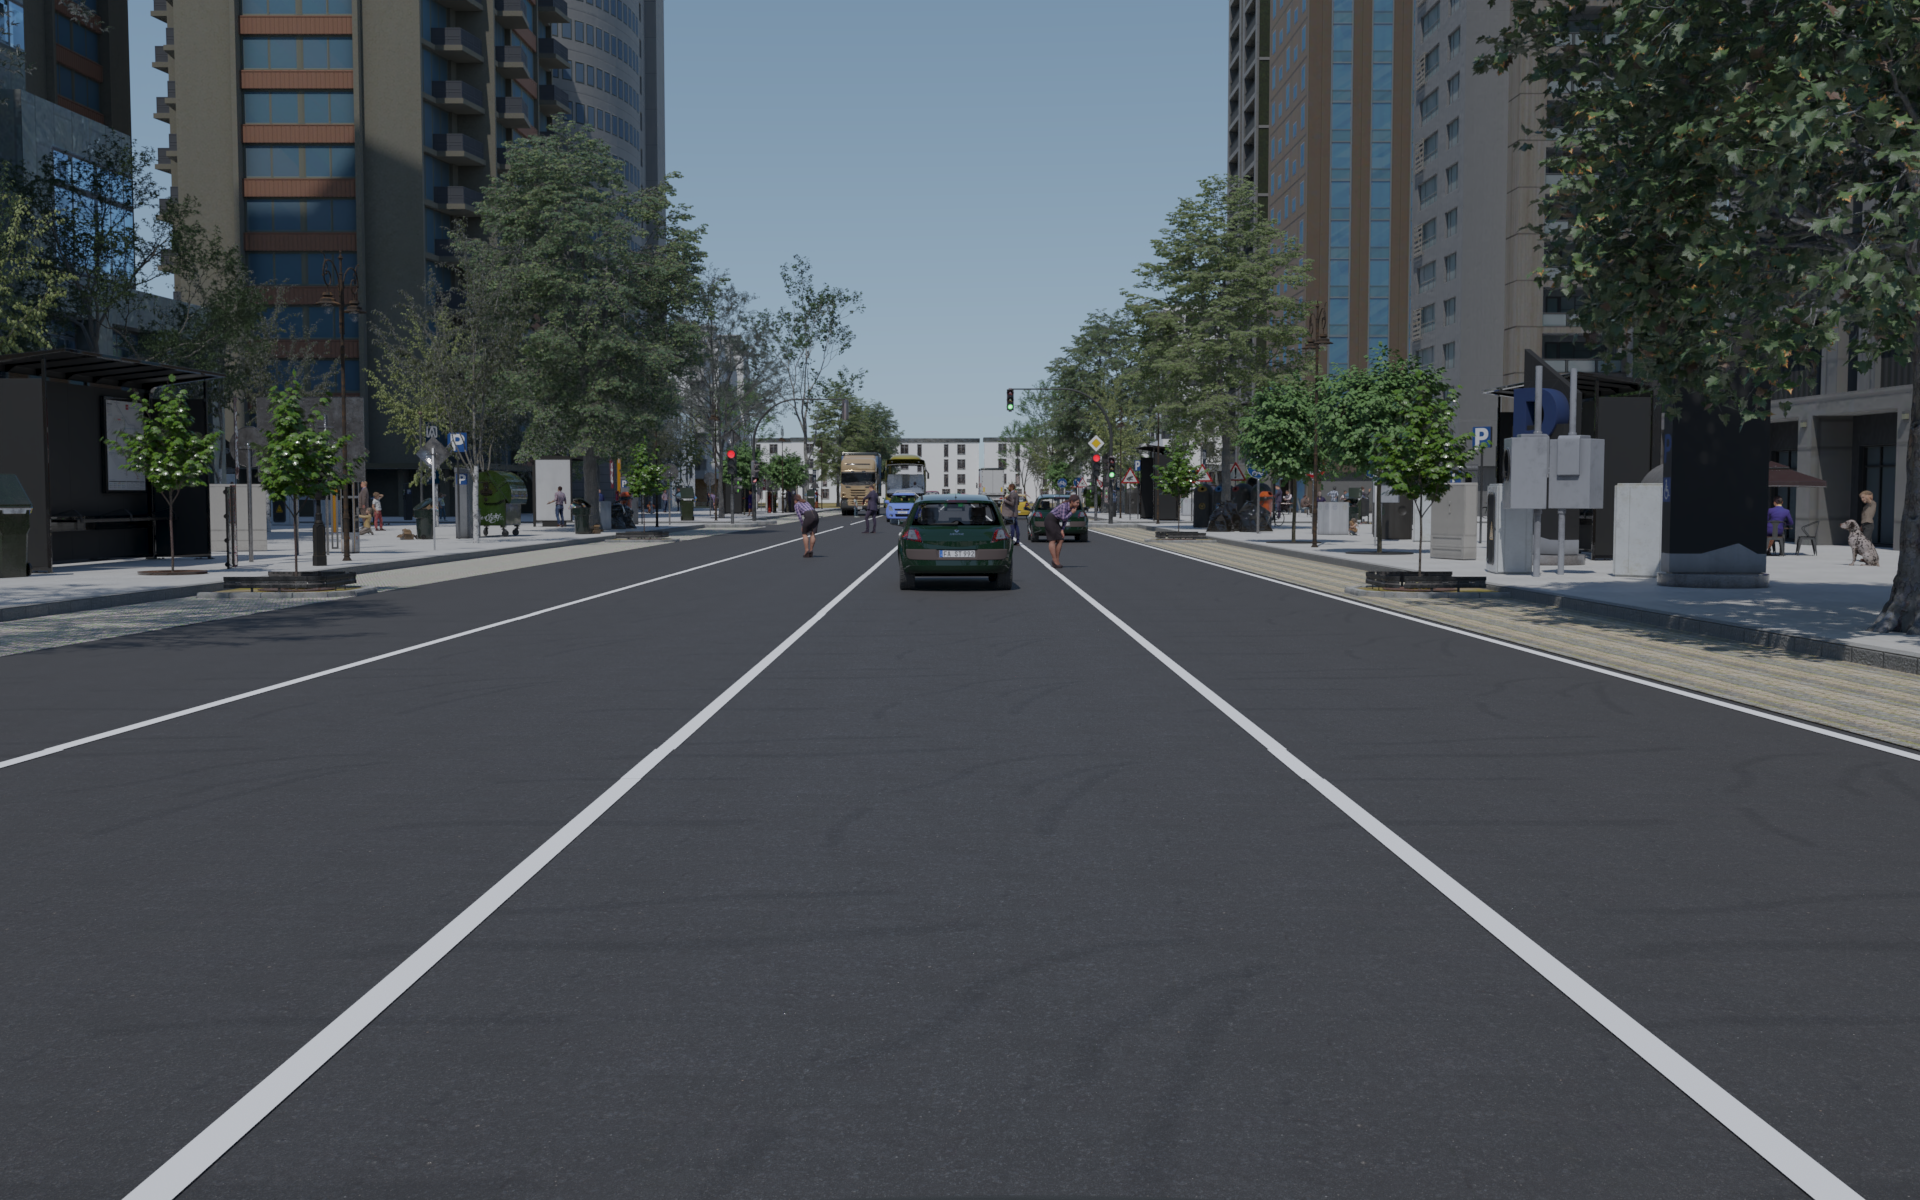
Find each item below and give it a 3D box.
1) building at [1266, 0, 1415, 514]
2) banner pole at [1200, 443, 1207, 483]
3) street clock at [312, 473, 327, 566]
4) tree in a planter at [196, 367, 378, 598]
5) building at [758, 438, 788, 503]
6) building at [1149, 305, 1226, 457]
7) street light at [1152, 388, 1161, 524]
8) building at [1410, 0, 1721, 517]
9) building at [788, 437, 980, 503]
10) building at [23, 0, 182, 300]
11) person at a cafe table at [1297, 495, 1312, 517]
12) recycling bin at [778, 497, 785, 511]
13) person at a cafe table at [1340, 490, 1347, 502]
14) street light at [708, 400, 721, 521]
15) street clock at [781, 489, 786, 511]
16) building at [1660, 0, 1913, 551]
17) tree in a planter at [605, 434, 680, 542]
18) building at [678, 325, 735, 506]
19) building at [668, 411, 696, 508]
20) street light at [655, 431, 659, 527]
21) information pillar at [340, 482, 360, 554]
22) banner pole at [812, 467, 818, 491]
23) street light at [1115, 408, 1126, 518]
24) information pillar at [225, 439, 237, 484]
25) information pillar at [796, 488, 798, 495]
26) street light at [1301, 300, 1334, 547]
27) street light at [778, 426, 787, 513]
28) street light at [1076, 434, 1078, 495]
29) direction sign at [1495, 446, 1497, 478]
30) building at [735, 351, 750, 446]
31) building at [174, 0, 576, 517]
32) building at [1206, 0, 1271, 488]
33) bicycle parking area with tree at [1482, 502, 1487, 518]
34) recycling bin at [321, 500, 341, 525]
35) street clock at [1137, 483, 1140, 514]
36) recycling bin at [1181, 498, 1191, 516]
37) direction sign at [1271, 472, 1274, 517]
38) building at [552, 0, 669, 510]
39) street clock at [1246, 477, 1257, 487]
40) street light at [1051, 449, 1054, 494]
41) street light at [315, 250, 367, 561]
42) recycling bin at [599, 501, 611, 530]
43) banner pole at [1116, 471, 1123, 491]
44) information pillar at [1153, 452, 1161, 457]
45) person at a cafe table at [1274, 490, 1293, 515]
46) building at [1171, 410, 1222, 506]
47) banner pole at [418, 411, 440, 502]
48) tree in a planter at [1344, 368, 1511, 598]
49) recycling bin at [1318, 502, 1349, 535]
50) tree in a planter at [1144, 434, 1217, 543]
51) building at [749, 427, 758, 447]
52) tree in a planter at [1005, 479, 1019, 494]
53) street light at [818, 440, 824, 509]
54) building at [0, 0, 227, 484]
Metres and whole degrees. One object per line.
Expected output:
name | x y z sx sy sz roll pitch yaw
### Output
building | 29.348 -28.681 119.038 14.600 45.320 14.200 0 3 0
banner pole | 11.910 -5.806 84.945 0.401 3.779 0.863 2 4 31
street clock | -11.426 -1.607 30.851 0.471 2.002 0.358 -3 5 -44
tree in a planter | -9.427 -1.669 24.503 1.991 3.239 1.994 0 3 0
building | -39.113 -19.426 259.755 28.070 9.664 9.099 0 3 0
building | 35.810 -21.968 203.152 27.936 21.610 32.646 0 3 0
street light | 8.479 -6.193 74.042 0.468 5.910 1.993 0 3 0
building | 34.979 -25.512 100.713 14.086 41.232 14.154 0 3 0
building | -11.043 -19.480 260.652 28.070 9.664 9.099 0 3 0
building | -67.250 -27.571 105.416 28.867 44.769 22.147 0 3 0
person at a cafe table | 19.606 -5.217 96.157 1.726 1.238 1.698 0 4 -1
recycling bin | -13.663 -7.479 134.837 0.722 1.027 0.722 3 4 37
person at a cafe table | 24.646 -6.283 111.237 1.698 1.524 1.622 2 4 26
street light | -11.738 -6.751 83.167 0.468 5.910 1.993 0 3 0
street clock | -13.342 -7.715 130.715 0.358 2.002 0.471 0 4 -4
building | 31.382 -36.858 40.882 20.563 71.187 20.611 0 3 0
tree in a planter | -9.465 -3.338 51.792 1.991 3.239 1.994 0 3 0
building | -33.969 -20.513 191.799 16.016 20.091 11.380 0 3 0
building | -30.812 -14.085 172.433 9.099 9.664 28.070 0 3 0
street light | -11.751 -5.763 67.010 0.468 5.910 1.993 0 3 0
information pillar | -13.151 -2.008 37.320 0.304 2.012 0.304 0 4 1
banner pole | -13.017 -10.184 156.528 0.863 3.779 0.401 -3 5 -43
street light | 8.465 -7.242 91.199 0.468 5.910 1.993 0 3 0
information pillar | -30.044 -4.887 71.259 0.504 3.616 0.183 -2 4 -29
information pillar | -12.343 -7.677 130.012 0.304 2.012 0.304 1 4 18
street light | 8.530 -4.202 41.483 0.468 5.910 1.993 0 3 0
street light | -11.866 -8.746 115.776 0.468 5.910 1.993 0 3 0
street light | 8.411 -9.287 124.628 0.468 5.910 1.993 0 3 0
direction sign | 25.721 -5.491 81.771 0.876 3.537 0.379 2 4 23
building | -32.706 -21.214 203.269 16.016 20.091 11.380 0 3 0
building | -37.132 -27.801 109.178 22.147 44.769 28.867 0 3 0
building | 31.796 -43.141 143.609 20.563 71.187 20.611 0 3 0
bicycle parking area with tree | 32.408 -6.301 90.024 9.016 4.147 8.231 -1 4 -19
recycling bin | -26.374 -3.690 72.881 0.722 1.027 0.722 2 4 33
street clock | 11.374 -6.383 108.933 0.471 2.002 0.358 3 5 41
recycling bin | 13.348 -5.439 101.476 0.722 1.027 0.722 0 4 -4
direction sign | 15.512 -5.733 85.728 0.379 3.537 0.876 1 4 21
building | -36.257 -36.430 137.624 21.231 58.520 28.212 0 3 0
street clock | 12.353 -4.203 73.294 0.471 2.002 0.358 -1 4 -9
street light | 8.394 -11.278 157.187 0.468 5.910 1.993 0 3 0
street light | -11.768 -3.687 33.074 0.468 5.910 1.993 0 3 0
recycling bin | -12.926 -3.009 61.746 0.722 1.027 0.722 1 4 23
banner pole | 11.798 -8.420 127.681 0.401 3.779 0.863 -3 5 -40
information pillar | 11.544 -6.694 100.808 0.183 3.616 0.504 -2 4 -33
person at a cafe table | 20.197 -6.098 108.221 1.622 1.524 1.698 -2 4 -28
building | 27.192 -14.132 173.209 9.099 9.664 28.070 0 3 0
banner pole | -16.160 -3.829 52.617 0.401 3.779 0.863 3 5 41
tree in a planter | 6.541 -1.670 24.527 1.991 3.239 1.994 0 3 0
recycling bin | 11.718 -2.558 54.379 0.722 1.027 0.722 -1 4 -22
tree in a planter | 6.517 -3.318 51.471 1.991 3.239 1.994 0 3 0
building | -40.148 -16.746 215.936 28.070 9.664 9.099 0 3 0
tree in a planter | 6.354 -13.098 211.380 1.991 3.239 1.994 0 3 0
street light | -11.846 -10.737 148.335 0.468 5.910 1.993 0 3 0
building | -41.463 -44.952 47.636 31.000 86.520 22.319 0 3 0
